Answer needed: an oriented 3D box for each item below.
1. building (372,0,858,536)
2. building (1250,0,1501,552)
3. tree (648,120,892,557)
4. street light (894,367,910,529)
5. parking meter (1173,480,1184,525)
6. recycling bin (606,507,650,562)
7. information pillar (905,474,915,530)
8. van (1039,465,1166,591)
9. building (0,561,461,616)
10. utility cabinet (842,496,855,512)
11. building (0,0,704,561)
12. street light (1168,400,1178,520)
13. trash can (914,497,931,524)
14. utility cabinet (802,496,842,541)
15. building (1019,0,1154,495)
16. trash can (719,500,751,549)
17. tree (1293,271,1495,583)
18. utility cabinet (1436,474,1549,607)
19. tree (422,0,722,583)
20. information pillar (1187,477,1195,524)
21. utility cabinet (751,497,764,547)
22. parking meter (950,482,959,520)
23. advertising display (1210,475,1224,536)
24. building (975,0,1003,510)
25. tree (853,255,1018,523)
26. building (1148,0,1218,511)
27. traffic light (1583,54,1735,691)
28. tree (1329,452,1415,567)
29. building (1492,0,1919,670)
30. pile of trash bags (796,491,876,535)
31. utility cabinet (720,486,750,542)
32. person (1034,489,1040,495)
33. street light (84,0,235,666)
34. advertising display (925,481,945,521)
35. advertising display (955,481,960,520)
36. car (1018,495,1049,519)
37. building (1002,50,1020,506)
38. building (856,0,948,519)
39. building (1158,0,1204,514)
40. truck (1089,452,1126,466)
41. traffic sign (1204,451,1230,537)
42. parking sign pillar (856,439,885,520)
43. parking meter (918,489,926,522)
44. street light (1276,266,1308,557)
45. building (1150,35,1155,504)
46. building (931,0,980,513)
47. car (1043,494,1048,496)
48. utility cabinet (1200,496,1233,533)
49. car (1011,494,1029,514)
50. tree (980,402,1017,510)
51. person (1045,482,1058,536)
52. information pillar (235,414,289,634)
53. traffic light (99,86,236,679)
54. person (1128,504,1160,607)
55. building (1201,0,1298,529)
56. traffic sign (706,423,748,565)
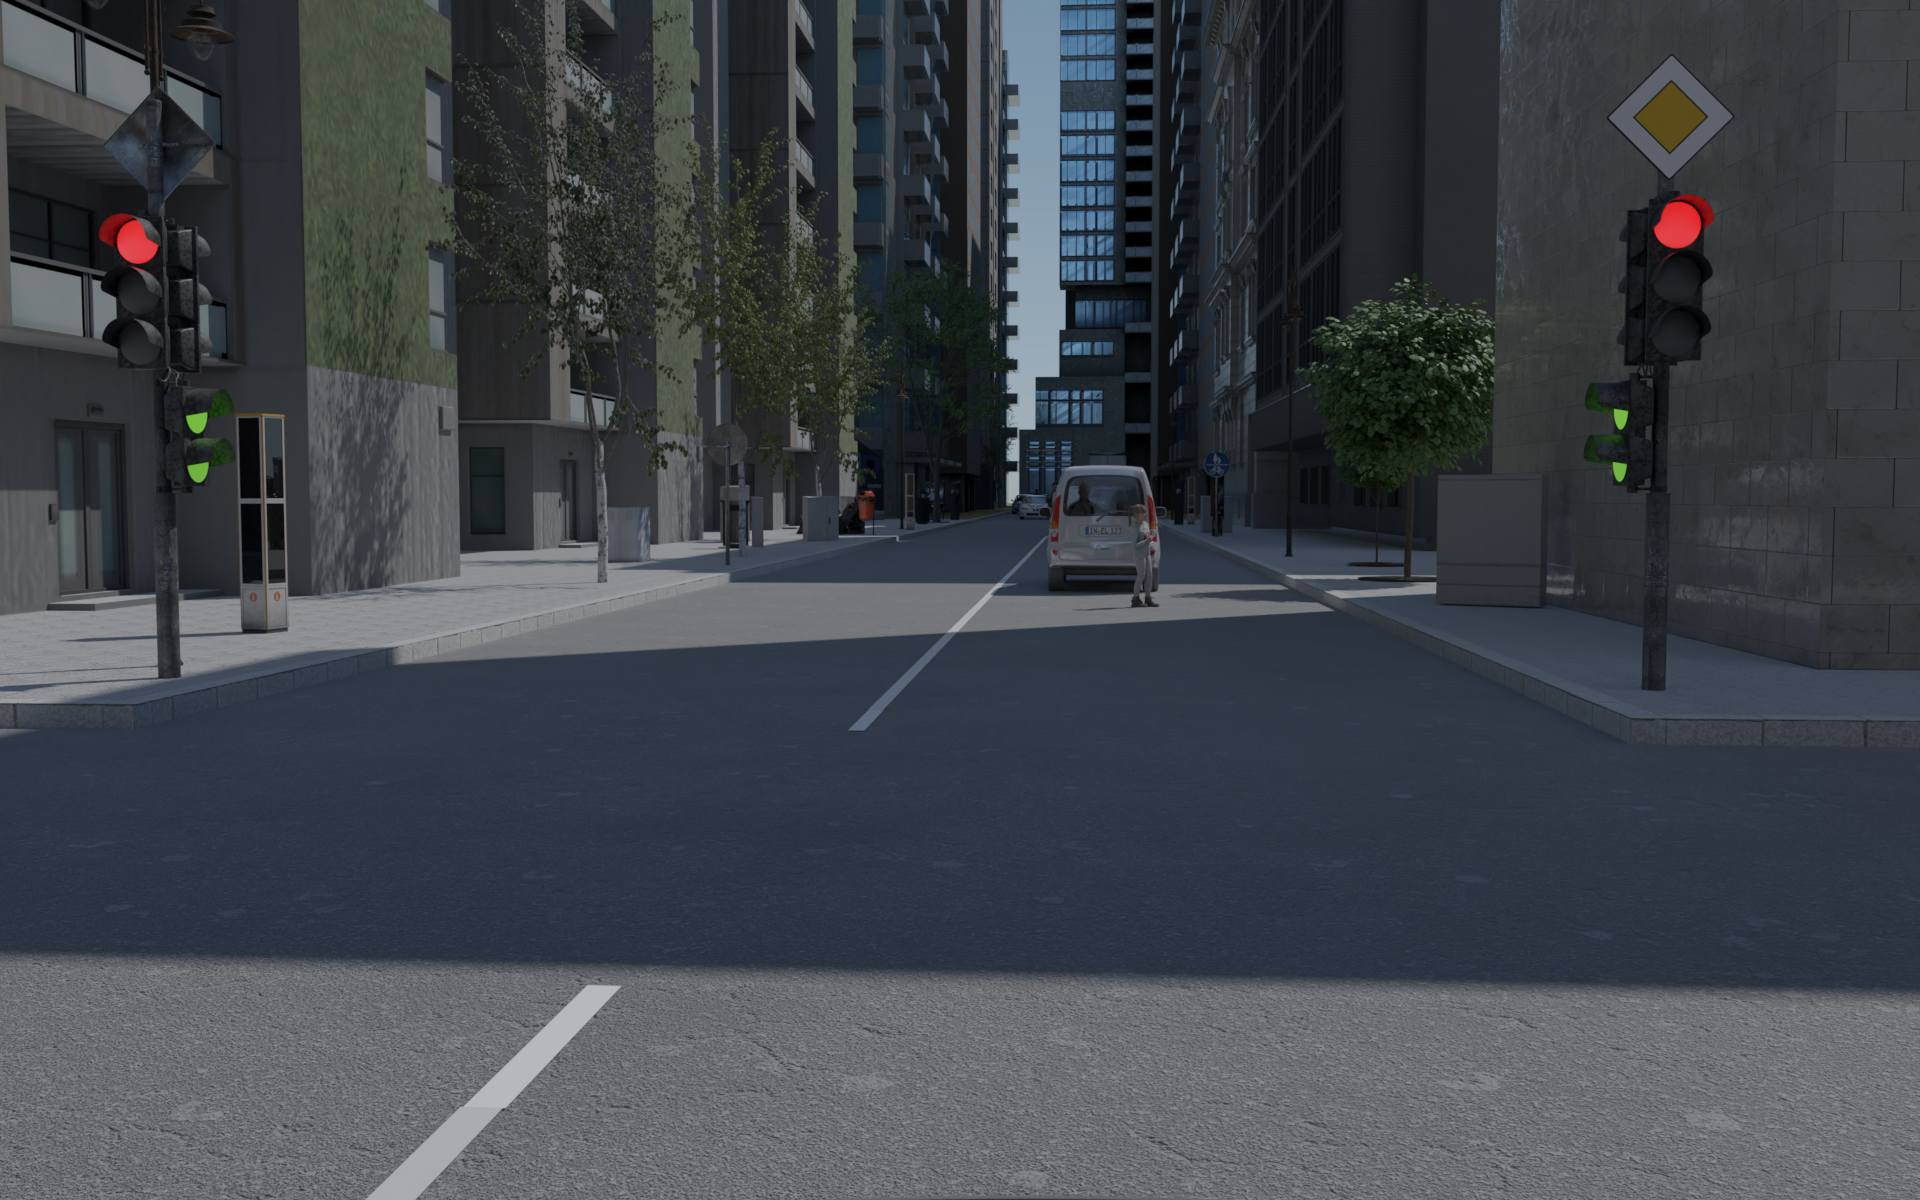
[{"bbox_3d":[-11.686,-23.221,63.261,14.154,41.232,14.086,0,4,4],"label":"building"},{"bbox_3d":[16.594,-15.643,49.272,14.314,27.812,24.014,0,4,4],"label":"building"},{"bbox_3d":[-4.188,-5.168,34.861,4.737,8.622,4.395,0,3,0],"label":"tree"},{"bbox_3d":[-2.131,-5.539,63.358,0.468,5.910,1.993,0,4,4],"label":"street light"},{"bbox_3d":[9.120,-4.070,72.253,0.399,1.863,0.255,1,4,18],"label":"parking meter"},{"bbox_3d":[-6.323,-1.240,32.836,0.722,1.027,0.722,1,4,9],"label":"recycling bin"},{"bbox_3d":[-1.800,-3.522,62.075,0.304,2.012,0.304,-1,4,-10],"label":"information pillar"},{"bbox_3d":[2.216,-1.216,26.900,2.013,2.044,4.112,0,4,4],"label":"van"},{"bbox_3d":[-15.255,-20.533,19.316,14.154,41.232,14.086,0,4,4],"label":"building"},{"bbox_3d":[-3.900,-3.003,60.255,0.306,1.237,1.020,-1,4,-19],"label":"utility cabinet"},{"bbox_3d":[-14.751,-21.883,41.383,14.154,41.232,14.086,0,4,4],"label":"building"},{"bbox_3d":[10.489,-6.888,85.407,0.468,5.910,1.993,0,4,4],"label":"street light"},{"bbox_3d":[-1.594,-3.794,73.682,0.748,1.137,0.748,0,3,0],"label":"trash can"},{"bbox_3d":[-3.794,-2.207,47.248,1.020,1.237,0.306,-3,5,-39],"label":"utility cabinet"},{"bbox_3d":[22.147,-53.033,179.765,31.000,86.520,22.319,0,4,4],"label":"building"},{"bbox_3d":[-5.301,-1.789,40.907,0.748,1.137,0.748,0,3,0],"label":"trash can"},{"bbox_3d":[6.588,-2.565,25.652,4.285,4.588,4.351,0,3,0],"label":"tree"},{"bbox_3d":[6.073,-0.678,19.772,1.173,1.500,0.318,2,4,32],"label":"utility cabinet"},{"bbox_3d":[-5.243,-4.544,24.657,4.360,8.622,3.978,0,3,0],"label":"tree"},{"bbox_3d":[9.783,-4.208,73.296,0.304,2.012,0.304,0,4,4],"label":"information pillar"},{"bbox_3d":[-4.931,-1.901,42.239,0.306,1.237,1.020,0,4,-7],"label":"utility cabinet"},{"bbox_3d":[-0.269,-4.864,85.245,0.255,1.863,0.399,-3,5,-42],"label":"parking meter"},{"bbox_3d":[7.900,-2.933,53.167,0.123,1.923,0.974,2,4,27],"label":"advertising display"},{"bbox_3d":[-6.982,-43.589,150.926,20.611,71.187,20.563,0,4,4],"label":"building"},{"bbox_3d":[-1.168,-9.247,76.938,9.928,11.665,9.643,0,3,0],"label":"tree"},{"bbox_3d":[22.628,-29.893,138.865,14.600,45.320,14.200,0,4,4],"label":"building"},{"bbox_3d":[4.531,-1.366,11.247,0.839,4.253,0.868,0,4,4],"label":"traffic light"},{"bbox_3d":[7.562,-2.218,30.870,1.663,3.219,1.824,0,3,0],"label":"tree"},{"bbox_3d":[15.041,-9.897,16.574,16.860,20.320,10.420,0,4,4],"label":"building"},{"bbox_3d":[-3.708,-2.761,54.901,1.912,1.369,3.447,-3,4,-36],"label":"pile of trash bags"},{"bbox_3d":[-6.004,-2.289,46.096,0.318,1.500,1.173,-2,4,-34],"label":"utility cabinet"},{"bbox_3d":[6.643,-8.725,150.785,1.348,1.869,0.705,3,4,38],"label":"person"},{"bbox_3d":[-5.904,-2.446,12.772,0.468,5.910,1.993,0,4,4],"label":"street light"},{"bbox_3d":[-1.207,-4.810,83.858,0.974,1.923,0.123,1,4,21],"label":"advertising display"},{"bbox_3d":[-0.121,-4.942,86.022,0.123,1.923,0.974,-1,4,-10],"label":"advertising display"},{"bbox_3d":[4.354,-5.336,99.608,2.083,1.381,4.827,0,4,3],"label":"car"},{"bbox_3d":[-8.904,-34.478,183.325,30.456,49.044,23.786,0,4,4],"label":"building"},{"bbox_3d":[-12.403,-29.530,102.425,23.786,49.044,30.456,0,4,4],"label":"building"},{"bbox_3d":[25.729,-30.371,116.174,23.786,49.044,30.456,0,4,4],"label":"building"},{"bbox_3d":[10.344,-8.082,121.059,2.839,4.237,11.283,0,4,5],"label":"truck"},{"bbox_3d":[7.664,-3.156,51.700,0.768,2.556,0.104,1,4,11],"label":"traffic sign"},{"bbox_3d":[-4.445,-5.943,85.642,1.447,3.967,1.447,-2,4,-24],"label":"parking sign pillar"},{"bbox_3d":[-1.750,-4.368,79.833,0.372,1.533,0.369,0,3,0],"label":"parking meter"},{"bbox_3d":[6.746,-3.826,35.337,0.468,5.910,1.993,0,4,4],"label":"street light"},{"bbox_3d":[23.935,-28.713,153.048,14.154,41.232,14.086,0,4,4],"label":"building"},{"bbox_3d":[-5.863,-29.045,124.998,14.600,45.320,14.200,0,4,4],"label":"building"},{"bbox_3d":[7.099,-7.771,136.849,2.009,1.686,4.222,0,4,6],"label":"car"},{"bbox_3d":[8.470,-2.814,57.166,1.020,1.237,0.306,-1,4,-11],"label":"utility cabinet"},{"bbox_3d":[4.664,-6.865,124.245,2.014,1.417,4.499,0,4,4],"label":"car"},{"bbox_3d":[2.722,-11.366,136.200,4.360,8.622,3.978,0,3,0],"label":"tree"},{"bbox_3d":[3.183,-2.980,57.213,0.794,1.824,0.713,2,4,32],"label":"person"},{"bbox_3d":[-6.451,-0.705,16.019,0.304,2.012,0.304,1,4,19],"label":"information pillar"},{"bbox_3d":[-5.504,-1.410,11.974,0.839,4.253,0.868,0,4,4],"label":"traffic light"},{"bbox_3d":[2.334,-0.560,21.930,0.394,1.301,0.425,1,4,18],"label":"person"},{"bbox_3d":[17.865,-17.516,73.780,14.401,28.519,23.554,0,4,4],"label":"building"},{"bbox_3d":[-4.195,-1.901,31.191,0.768,2.556,0.104,0,4,6],"label":"traffic sign"}]
